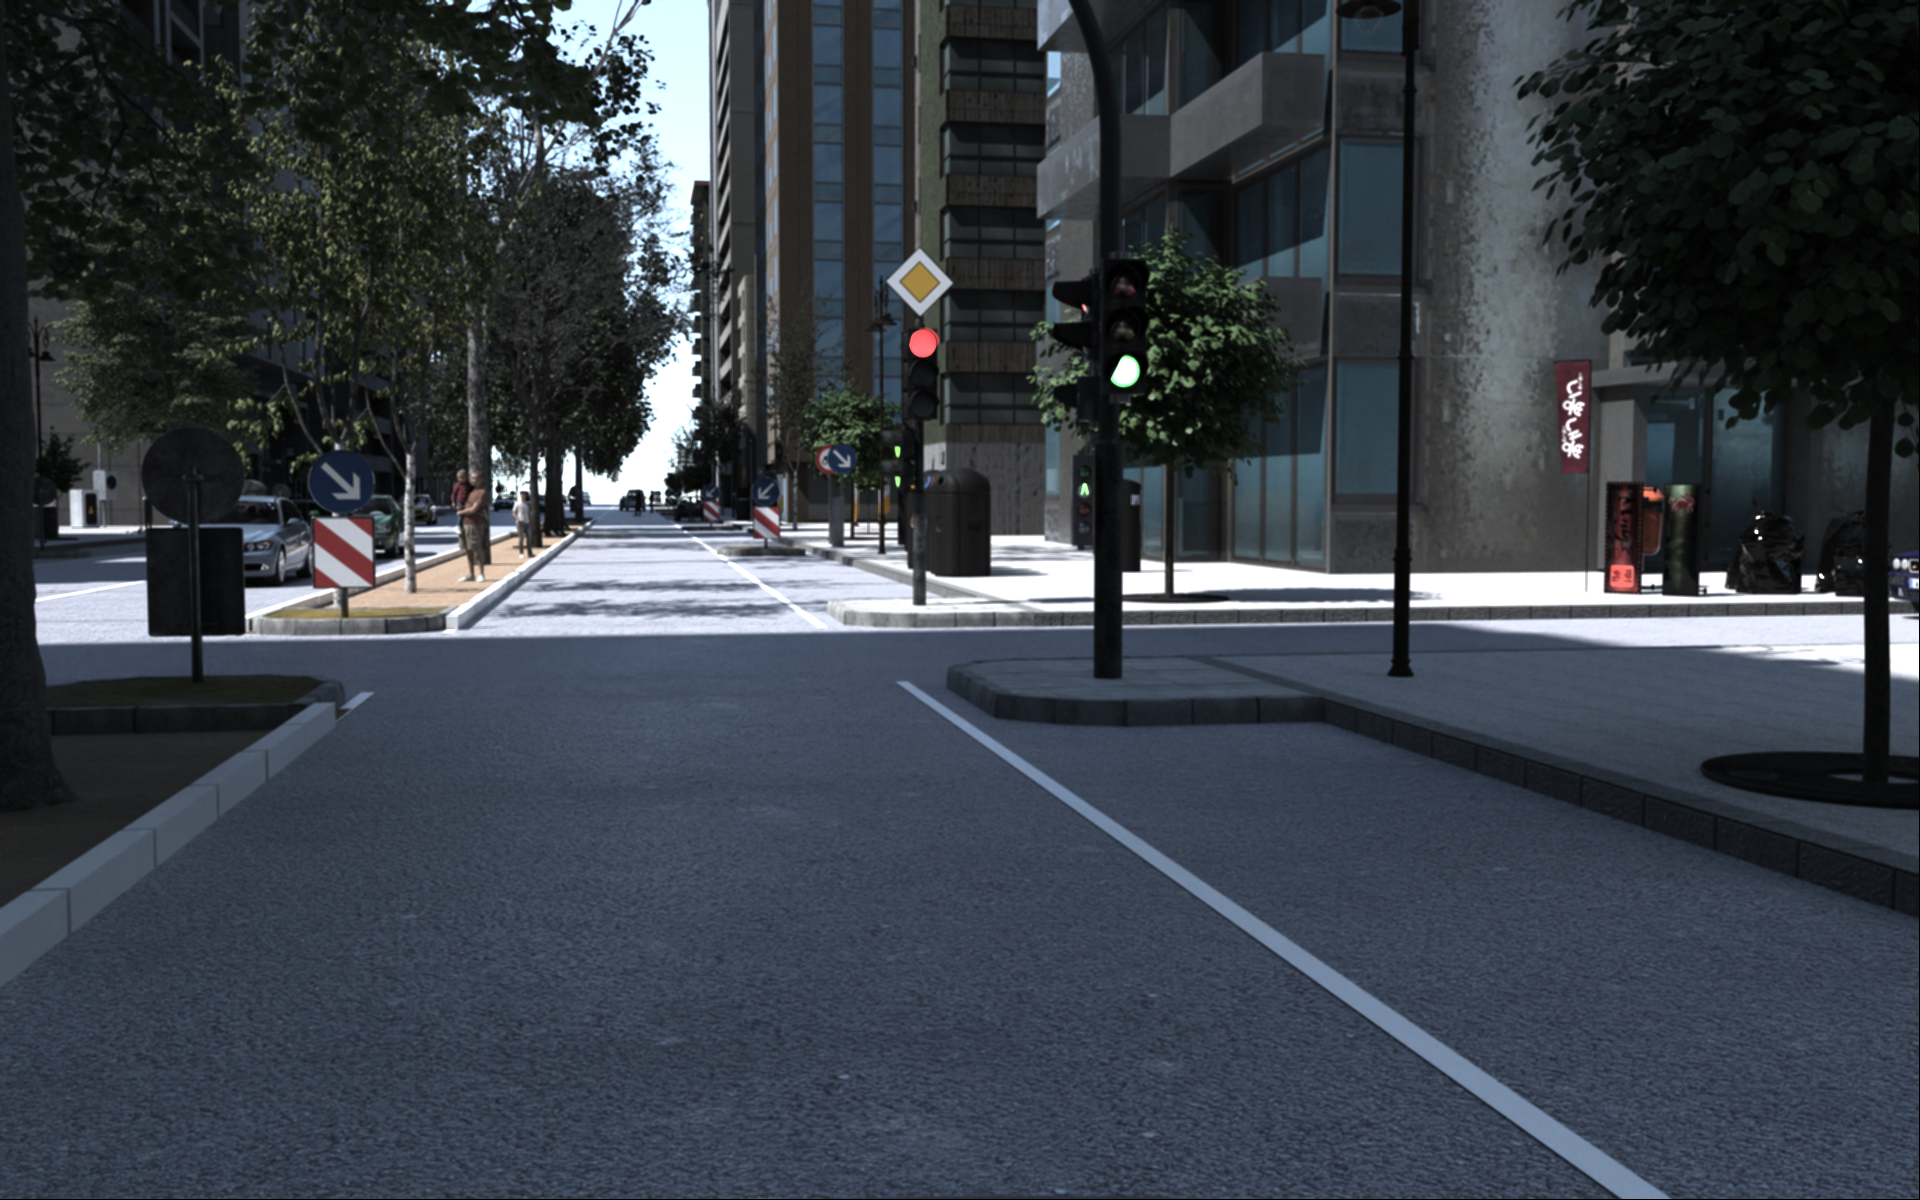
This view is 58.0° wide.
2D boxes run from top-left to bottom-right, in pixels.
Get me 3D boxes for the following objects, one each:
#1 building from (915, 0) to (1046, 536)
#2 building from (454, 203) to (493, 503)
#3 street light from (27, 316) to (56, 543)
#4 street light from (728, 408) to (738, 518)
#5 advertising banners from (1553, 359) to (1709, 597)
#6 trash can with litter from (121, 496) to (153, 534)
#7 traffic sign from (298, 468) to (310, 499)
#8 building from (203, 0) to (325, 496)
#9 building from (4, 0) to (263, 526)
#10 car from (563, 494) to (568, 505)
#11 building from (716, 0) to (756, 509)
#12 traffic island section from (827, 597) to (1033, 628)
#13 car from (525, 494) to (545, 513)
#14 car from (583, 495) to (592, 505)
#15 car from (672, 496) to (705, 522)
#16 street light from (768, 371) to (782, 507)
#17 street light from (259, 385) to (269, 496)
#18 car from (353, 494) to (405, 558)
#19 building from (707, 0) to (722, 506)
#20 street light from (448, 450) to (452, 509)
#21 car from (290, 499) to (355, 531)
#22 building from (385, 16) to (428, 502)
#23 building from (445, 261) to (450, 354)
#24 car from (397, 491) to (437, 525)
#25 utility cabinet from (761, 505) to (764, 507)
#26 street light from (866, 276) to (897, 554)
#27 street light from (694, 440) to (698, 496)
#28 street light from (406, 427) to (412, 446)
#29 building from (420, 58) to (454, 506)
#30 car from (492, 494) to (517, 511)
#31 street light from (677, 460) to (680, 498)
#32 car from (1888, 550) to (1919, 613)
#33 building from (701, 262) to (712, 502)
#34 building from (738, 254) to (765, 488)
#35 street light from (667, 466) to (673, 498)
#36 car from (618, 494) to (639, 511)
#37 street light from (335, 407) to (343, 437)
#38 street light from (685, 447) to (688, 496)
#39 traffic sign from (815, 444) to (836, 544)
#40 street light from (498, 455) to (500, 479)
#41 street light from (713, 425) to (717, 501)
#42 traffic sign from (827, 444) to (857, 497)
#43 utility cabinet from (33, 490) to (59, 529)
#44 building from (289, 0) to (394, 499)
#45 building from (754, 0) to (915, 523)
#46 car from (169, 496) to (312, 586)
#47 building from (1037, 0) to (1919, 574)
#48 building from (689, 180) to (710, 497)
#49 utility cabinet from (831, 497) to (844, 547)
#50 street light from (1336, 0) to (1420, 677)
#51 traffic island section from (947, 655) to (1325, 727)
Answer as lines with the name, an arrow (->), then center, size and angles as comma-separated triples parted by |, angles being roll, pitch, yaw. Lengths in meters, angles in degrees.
building -> 5.191, -17.653, 60.330 | 14.160, 30.474, 14.107 | -1, 4, -11
building -> -71.206, -33.666, 234.038 | 14.154, 41.232, 14.086 | -1, 4, -11
street light -> -23.998, -4.426, 45.152 | 0.468, 5.910, 1.993 | -1, 4, -11
street light -> -12.183, -7.354, 93.019 | 0.468, 5.910, 1.993 | -1, 4, -11
advertising banners -> 8.542, -1.589, 22.172 | 0.090, 3.025, 2.074 | -3, 5, -43
trash can with litter -> -26.771, -2.789, 56.657 | 1.678, 1.210, 2.233 | -1, 4, -12
traffic sign -> -31.492, -5.102, 83.521 | 0.768, 2.556, 0.104 | -1, 4, -10
building -> -53.199, -31.275, 100.586 | 28.713, 52.752, 27.495 | -1, 4, -11
building -> -43.314, -39.030, 76.391 | 20.563, 71.187, 20.611 | -1, 4, -11
car -> -54.553, -13.875, 236.638 | 2.009, 1.686, 4.222 | -1, 4, -12
building -> -10.667, -32.616, 156.973 | 21.300, 48.544, 21.600 | -1, 4, -11
traffic island section -> -0.445, 0.140, 19.986 | 2.009, 0.180, 2.903 | -1, 4, -11
car -> -29.879, -6.864, 122.010 | 2.009, 1.686, 4.222 | -1, 4, -13
car -> -49.518, -13.184, 227.927 | 2.083, 1.381, 4.827 | -1, 4, -10
car -> -14.243, -4.842, 91.740 | 1.945, 1.354, 3.894 | -1, 4, -12
street light -> -6.909, -5.635, 64.925 | 0.468, 5.910, 1.993 | -1, 4, -11
street light -> -29.364, -6.143, 73.228 | 0.468, 5.910, 1.993 | -1, 4, -11
car -> -13.781, -1.721, 39.942 | 2.131, 1.459, 4.920 | -1, 4, -12
building -> -17.803, -40.042, 196.680 | 21.231, 58.520, 28.212 | -1, 4, -11
street light -> -43.609, -10.739, 148.370 | 0.468, 5.910, 1.993 | -1, 4, -11
car -> -13.236, -1.370, 34.985 | 1.945, 1.354, 3.894 | -1, 4, -9
building -> -52.583, -30.210, 144.052 | 14.600, 45.320, 14.200 | -1, 4, -11
building -> -75.812, -31.886, 213.221 | 32.217, 40.220, 23.993 | -1, 4, -11
car -> -25.217, -4.274, 80.108 | 2.015, 1.641, 3.980 | -1, 4, -12
utility cabinet -> -10.420, -5.081, 94.242 | 0.306, 1.237, 1.020 | 3, 5, 44
street light -> -1.667, -3.917, 36.825 | 0.468, 5.910, 1.993 | -1, 4, -11
street light -> -21.340, -10.267, 140.645 | 0.468, 5.910, 1.993 | -1, 4, -11
street light -> -38.230, -9.008, 120.071 | 0.468, 5.910, 1.993 | -1, 4, -11
building -> -66.787, -34.703, 187.002 | 23.786, 49.044, 30.456 | -1, 4, -11
car -> -38.057, -8.265, 144.918 | 2.009, 1.686, 4.222 | -1, 4, -12
street light -> -31.449, -13.518, 193.799 | 0.468, 5.910, 1.993 | -1, 4, -11
car -> 12.680, -0.431, 19.626 | 3.894, 1.354, 1.945 | -1, 4, -10
building -> -25.470, -27.271, 217.582 | 14.160, 30.474, 14.107 | -1, 4, -11
building -> -2.301, -17.657, 133.730 | 27.650, 21.520, 28.899 | -1, 4, -11
street light -> -42.112, -16.953, 249.966 | 0.468, 5.910, 1.993 | -1, 4, -11
car -> -28.908, -8.539, 151.621 | 2.014, 1.417, 4.499 | -1, 4, -10
street light -> -32.897, -7.284, 91.887 | 0.468, 5.910, 1.993 | -1, 4, -11
street light -> -26.662, -11.997, 168.945 | 0.468, 5.910, 1.993 | -1, 4, -11
traffic sign -> -3.318, -2.705, 44.331 | 0.768, 2.556, 0.104 | 0, 4, -2
street light -> -53.910, -14.047, 202.455 | 0.468, 5.910, 1.993 | -1, 4, -11
street light -> -15.889, -8.527, 112.208 | 0.468, 5.910, 1.993 | -1, 4, -11
traffic sign -> -2.982, -2.678, 43.883 | 0.768, 2.556, 0.104 | 0, 4, -2
utility cabinet -> -33.566, -3.334, 63.194 | 1.173, 1.500, 0.318 | 0, 4, 2
building -> -54.016, -30.691, 125.497 | 21.300, 48.544, 21.600 | -1, 4, -11
building -> -2.366, -26.442, 82.438 | 14.600, 45.320, 14.200 | -1, 4, -11
car -> -11.733, -0.999, 28.331 | 2.014, 1.417, 4.499 | -1, 4, -11
building -> 16.640, -25.583, 37.896 | 30.456, 49.044, 23.786 | -1, 4, -11
building -> -25.831, -35.736, 238.906 | 22.147, 44.769, 28.867 | -1, 4, -11
utility cabinet -> -3.010, -1.925, 42.636 | 0.306, 1.237, 1.020 | 0, 4, -3
street light -> 3.111, -2.401, 12.049 | 0.468, 5.910, 1.993 | -1, 4, -11
traffic island section -> 1.045, 0.620, 12.141 | 2.009, 0.180, 2.903 | -1, 4, -11
